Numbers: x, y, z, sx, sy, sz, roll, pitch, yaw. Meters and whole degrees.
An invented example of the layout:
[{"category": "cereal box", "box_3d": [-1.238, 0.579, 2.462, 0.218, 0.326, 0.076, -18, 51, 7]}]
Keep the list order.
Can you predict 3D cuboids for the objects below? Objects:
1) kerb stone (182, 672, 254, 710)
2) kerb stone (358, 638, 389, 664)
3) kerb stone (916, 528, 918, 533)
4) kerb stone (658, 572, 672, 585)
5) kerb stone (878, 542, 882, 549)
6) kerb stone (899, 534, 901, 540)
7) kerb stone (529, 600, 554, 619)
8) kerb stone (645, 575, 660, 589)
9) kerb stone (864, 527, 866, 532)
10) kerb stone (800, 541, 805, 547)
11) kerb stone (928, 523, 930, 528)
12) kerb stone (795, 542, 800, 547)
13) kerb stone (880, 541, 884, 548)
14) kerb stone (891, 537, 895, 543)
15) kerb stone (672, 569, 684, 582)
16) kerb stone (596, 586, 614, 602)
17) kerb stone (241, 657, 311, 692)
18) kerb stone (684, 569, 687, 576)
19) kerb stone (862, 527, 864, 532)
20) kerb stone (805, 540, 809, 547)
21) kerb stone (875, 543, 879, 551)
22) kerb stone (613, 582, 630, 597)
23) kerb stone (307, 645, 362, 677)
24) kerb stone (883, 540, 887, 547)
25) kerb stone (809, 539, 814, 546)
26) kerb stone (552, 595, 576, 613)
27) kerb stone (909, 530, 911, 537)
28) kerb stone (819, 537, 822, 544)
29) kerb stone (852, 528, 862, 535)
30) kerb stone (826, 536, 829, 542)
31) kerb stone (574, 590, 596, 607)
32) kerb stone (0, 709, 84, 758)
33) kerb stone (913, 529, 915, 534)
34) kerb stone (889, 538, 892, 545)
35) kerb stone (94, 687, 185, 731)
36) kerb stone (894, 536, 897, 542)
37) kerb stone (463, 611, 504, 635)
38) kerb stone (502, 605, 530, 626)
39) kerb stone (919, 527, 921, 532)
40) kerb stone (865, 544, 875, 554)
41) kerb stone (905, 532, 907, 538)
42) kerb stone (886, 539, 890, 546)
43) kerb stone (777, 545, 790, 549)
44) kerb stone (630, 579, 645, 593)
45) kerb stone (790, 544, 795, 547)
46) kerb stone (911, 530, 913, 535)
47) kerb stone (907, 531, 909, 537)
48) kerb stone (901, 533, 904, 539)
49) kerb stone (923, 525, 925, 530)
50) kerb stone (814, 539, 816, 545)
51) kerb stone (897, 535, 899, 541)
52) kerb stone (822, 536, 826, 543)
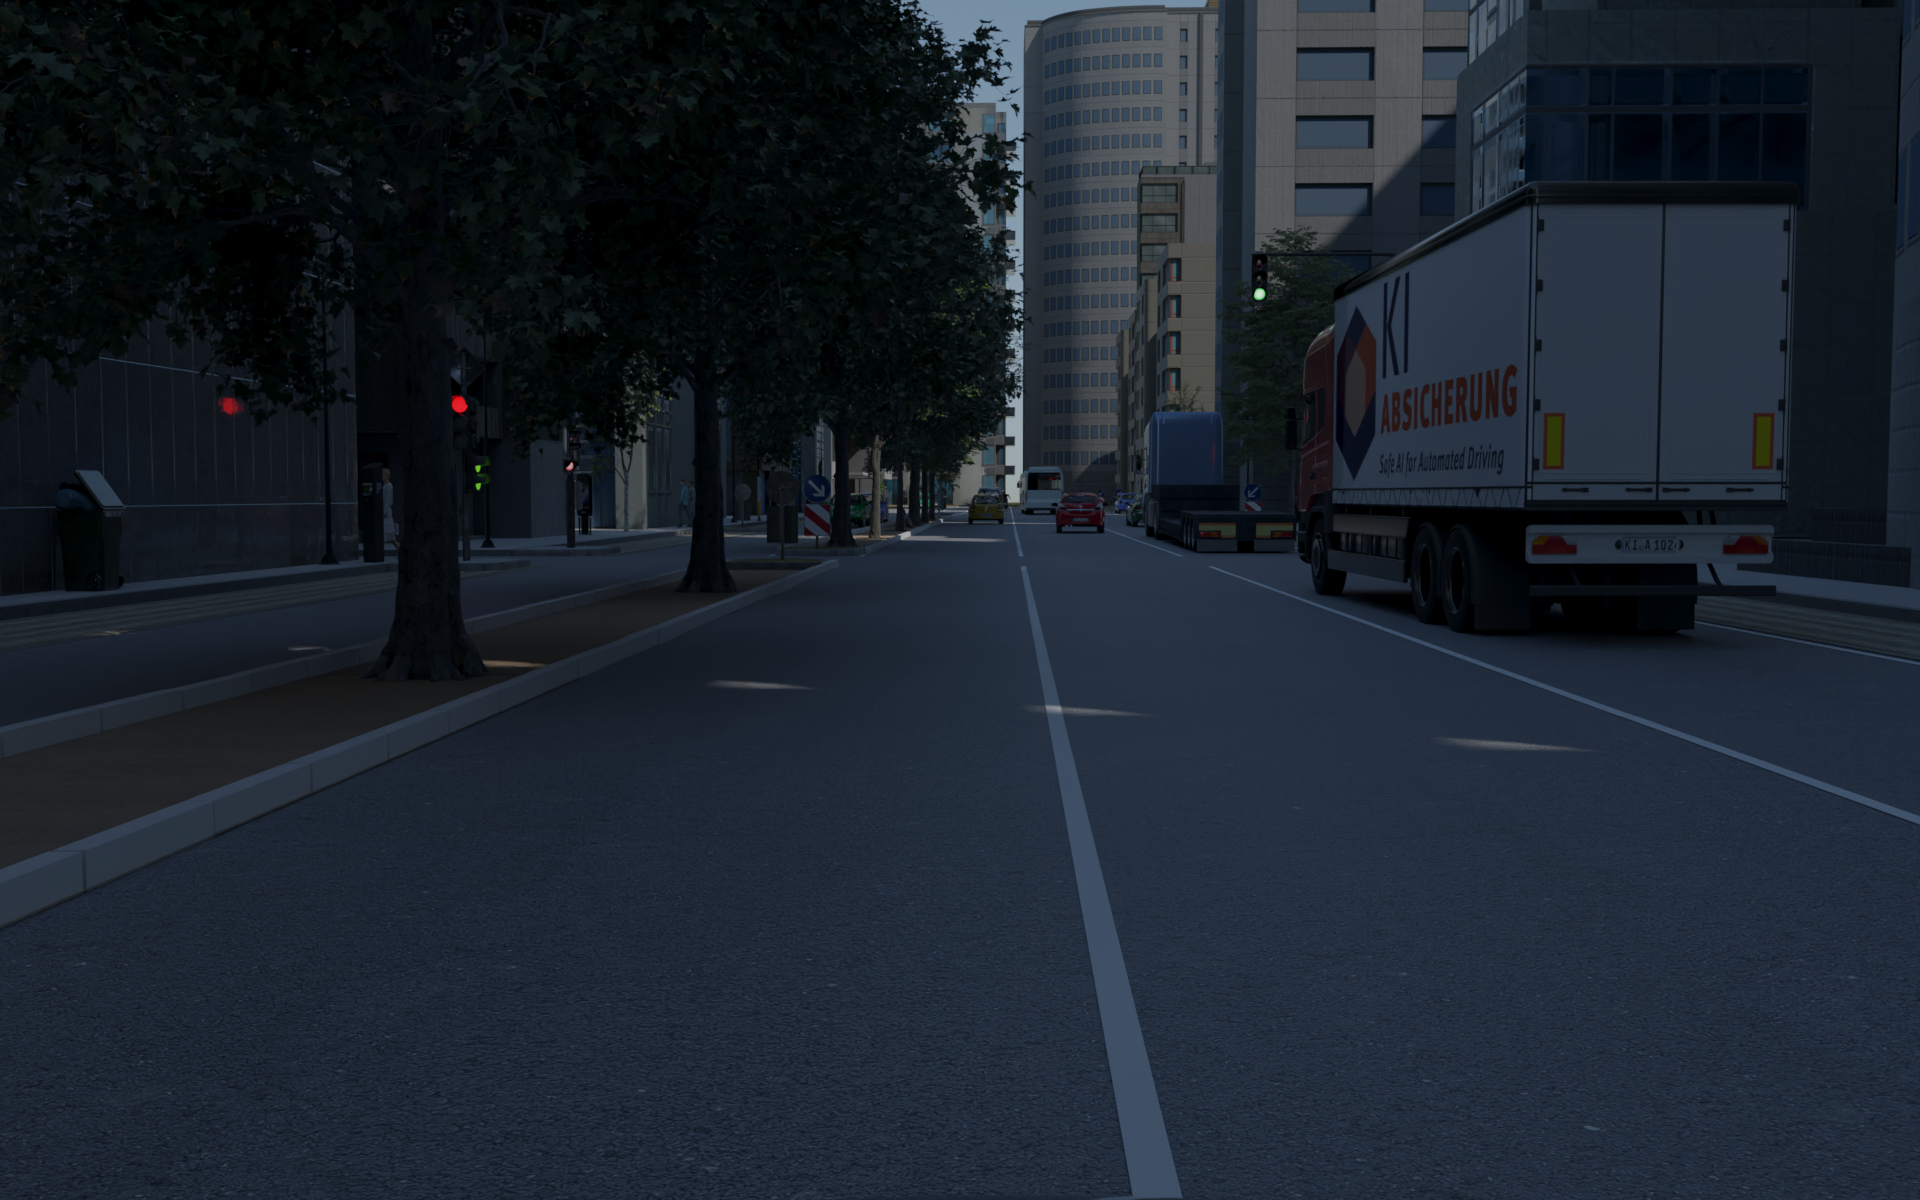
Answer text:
[{"category": "kerb stone", "box_3d": [-5.154, 0.637, 11.912, 0.120, 0.150, 1.000, 0, 4, 2]}, {"category": "kerb stone", "box_3d": [-5.065, 0.441, 14.982, 0.120, 0.150, 1.000, 0, 4, 2]}, {"category": "kerb stone", "box_3d": [-1.681, -2.413, 61.641, 0.120, 0.150, 1.000, 0, 4, 2]}, {"category": "kerb stone", "box_3d": [-4.739, -0.311, 27.284, 0.120, 0.150, 1.000, 0, 4, 2]}, {"category": "kerb stone", "box_3d": [-2.153, -1.345, 44.191, 0.120, 0.150, 1.000, 0, 4, 2]}, {"category": "kerb stone", "box_3d": [-1.939, -1.846, 52.400, 0.120, 0.150, 1.000, 0, 4, 2]}, {"category": "kerb stone", "box_3d": [-4.935, 0.128, 20.102, 0.120, 0.150, 1.000, 0, 4, 2]}, {"category": "kerb stone", "box_3d": [-4.752, -0.237, 26.262, 0.120, 0.150, 1.000, 0, 4, 2]}, {"category": "kerb stone", "box_3d": [-3.693, -2.595, 64.723, 0.120, 0.150, 1.000, 0, 4, 2]}, {"category": "kerb stone", "box_3d": [-4.233, -1.404, 45.258, 0.120, 0.150, 1.000, 0, 4, 2]}, {"category": "kerb stone", "box_3d": [-1.427, -2.975, 70.865, 0.120, 0.150, 1.000, 0, 4, 2]}, {"category": "kerb stone", "box_3d": [-4.264, -1.348, 44.233, 0.120, 0.150, 1.000, 0, 4, 2]}, {"category": "kerb stone", "box_3d": [-2.141, -1.399, 45.221, 0.120, 0.150, 1.000, 0, 4, 2]}, {"category": "kerb stone", "box_3d": [-2.024, -1.659, 49.325, 0.120, 0.150, 1.000, 0, 4, 2]}, {"category": "kerb stone", "box_3d": [-4.705, -0.372, 28.305, 0.120, 0.150, 1.000, 0, 4, 2]}, {"category": "kerb stone", "box_3d": [-4.840, -0.060, 23.184, 0.120, 0.150, 1.000, 0, 4, 2]}, {"category": "kerb stone", "box_3d": [-5.129, 0.567, 12.934, 0.120, 0.150, 1.000, 0, 4, 2]}, {"category": "kerb stone", "box_3d": [-4.675, -0.437, 29.333, 0.120, 0.150, 1.000, 0, 4, 2]}, {"category": "kerb stone", "box_3d": [-3.722, -2.537, 63.701, 0.120, 0.150, 1.000, 0, 4, 2]}, {"category": "kerb stone", "box_3d": [-4.211, -1.470, 46.279, 0.120, 0.150, 1.000, 0, 4, 2]}, {"category": "kerb stone", "box_3d": [-2.185, -1.282, 43.163, 0.120, 0.150, 1.000, 0, 4, 2]}, {"category": "kerb stone", "box_3d": [-4.817, -0.121, 24.210, 0.120, 0.150, 1.000, 0, 4, 2]}, {"category": "kerb stone", "box_3d": [-5.091, 0.505, 13.960, 0.120, 0.150, 1.000, 0, 4, 2]}, {"category": "kerb stone", "box_3d": [-2.109, -1.470, 46.242, 0.120, 0.150, 1.000, 0, 4, 2]}, {"category": "kerb stone", "box_3d": [-4.178, -1.533, 47.308, 0.120, 0.150, 1.000, 0, 4, 2]}, {"category": "kerb stone", "box_3d": [-4.901, 0.066, 21.124, 0.120, 0.150, 1.000, 0, 4, 2]}, {"category": "kerb stone", "box_3d": [-1.796, -2.160, 57.541, 0.120, 0.150, 1.000, 0, 4, 2]}, {"category": "kerb stone", "box_3d": [-4.115, -1.661, 49.354, 0.120, 0.150, 1.000, 0, 4, 2]}, {"category": "kerb stone", "box_3d": [-3.755, -2.471, 62.680, 0.120, 0.150, 1.000, 0, 4, 2]}, {"category": "kerb stone", "box_3d": [-4.074, -1.782, 51.404, 0.120, 0.150, 1.000, 0, 4, 2]}, {"category": "kerb stone", "box_3d": [-4.871, 0.004, 22.153, 0.120, 0.150, 1.000, 0, 4, 2]}, {"category": "kerb stone", "box_3d": [-5.211, 0.755, 9.856, 0.120, 0.150, 1.000, 0, 4, 2]}, {"category": "kerb stone", "box_3d": [-1.735, -2.287, 59.584, 0.120, 0.150, 1.000, 0, 4, 2]}, {"category": "kerb stone", "box_3d": [-2.050, -1.597, 48.303, 0.120, 0.150, 1.000, 0, 4, 2]}, {"category": "kerb stone", "box_3d": [-5.184, 0.693, 10.882, 0.120, 0.150, 1.000, 0, 4, 2]}, {"category": "kerb stone", "box_3d": [-1.990, -1.721, 50.349, 0.120, 0.150, 1.000, 0, 4, 2]}, {"category": "kerb stone", "box_3d": [-4.984, 0.253, 18.055, 0.120, 0.150, 1.000, 0, 4, 2]}, {"category": "kerb stone", "box_3d": [-4.961, 0.194, 19.077, 0.120, 0.150, 1.000, 0, 4, 2]}, {"category": "kerb stone", "box_3d": [-1.625, -2.535, 63.696, 0.120, 0.150, 1.000, 0, 4, 2]}, {"category": "kerb stone", "box_3d": [-2.230, -1.219, 42.131, 0.120, 0.150, 1.000, 0, 4, 2]}, {"category": "kerb stone", "box_3d": [-1.855, -2.034, 55.489, 0.120, 0.150, 1.000, 0, 4, 2]}, {"category": "kerb stone", "box_3d": [-2.083, -1.534, 47.271, 0.120, 0.150, 1.000, 0, 4, 2]}, {"category": "kerb stone", "box_3d": [-4.322, -1.223, 42.186, 0.120, 0.150, 1.000, 0, 4, 2]}, {"category": "kerb stone", "box_3d": [-4.787, -0.186, 25.232, 0.120, 0.150, 1.000, 0, 4, 2]}, {"category": "kerb stone", "box_3d": [-4.292, -1.285, 43.211, 0.120, 0.150, 1.000, 0, 4, 2]}, {"category": "kerb stone", "box_3d": [-1.761, -2.224, 58.562, 0.120, 0.150, 1.000, 0, 4, 2]}, {"category": "kerb stone", "box_3d": [-1.820, -2.099, 56.519, 0.120, 0.150, 1.000, 0, 4, 2]}, {"category": "kerb stone", "box_3d": [-1.909, -1.907, 53.431, 0.120, 0.150, 1.000, 0, 4, 2]}, {"category": "kerb stone", "box_3d": [-1.543, -2.726, 66.763, 0.120, 0.150, 1.000, 0, 4, 2]}, {"category": "kerb stone", "box_3d": [-4.144, -1.591, 48.330, 0.120, 0.150, 1.000, 0, 4, 2]}, {"category": "kerb stone", "box_3d": [-1.966, -1.785, 51.378, 0.120, 0.150, 1.000, 0, 4, 2]}, {"category": "kerb stone", "box_3d": [-4.094, -1.721, 50.377, 0.120, 0.150, 1.000, 0, 4, 2]}]
